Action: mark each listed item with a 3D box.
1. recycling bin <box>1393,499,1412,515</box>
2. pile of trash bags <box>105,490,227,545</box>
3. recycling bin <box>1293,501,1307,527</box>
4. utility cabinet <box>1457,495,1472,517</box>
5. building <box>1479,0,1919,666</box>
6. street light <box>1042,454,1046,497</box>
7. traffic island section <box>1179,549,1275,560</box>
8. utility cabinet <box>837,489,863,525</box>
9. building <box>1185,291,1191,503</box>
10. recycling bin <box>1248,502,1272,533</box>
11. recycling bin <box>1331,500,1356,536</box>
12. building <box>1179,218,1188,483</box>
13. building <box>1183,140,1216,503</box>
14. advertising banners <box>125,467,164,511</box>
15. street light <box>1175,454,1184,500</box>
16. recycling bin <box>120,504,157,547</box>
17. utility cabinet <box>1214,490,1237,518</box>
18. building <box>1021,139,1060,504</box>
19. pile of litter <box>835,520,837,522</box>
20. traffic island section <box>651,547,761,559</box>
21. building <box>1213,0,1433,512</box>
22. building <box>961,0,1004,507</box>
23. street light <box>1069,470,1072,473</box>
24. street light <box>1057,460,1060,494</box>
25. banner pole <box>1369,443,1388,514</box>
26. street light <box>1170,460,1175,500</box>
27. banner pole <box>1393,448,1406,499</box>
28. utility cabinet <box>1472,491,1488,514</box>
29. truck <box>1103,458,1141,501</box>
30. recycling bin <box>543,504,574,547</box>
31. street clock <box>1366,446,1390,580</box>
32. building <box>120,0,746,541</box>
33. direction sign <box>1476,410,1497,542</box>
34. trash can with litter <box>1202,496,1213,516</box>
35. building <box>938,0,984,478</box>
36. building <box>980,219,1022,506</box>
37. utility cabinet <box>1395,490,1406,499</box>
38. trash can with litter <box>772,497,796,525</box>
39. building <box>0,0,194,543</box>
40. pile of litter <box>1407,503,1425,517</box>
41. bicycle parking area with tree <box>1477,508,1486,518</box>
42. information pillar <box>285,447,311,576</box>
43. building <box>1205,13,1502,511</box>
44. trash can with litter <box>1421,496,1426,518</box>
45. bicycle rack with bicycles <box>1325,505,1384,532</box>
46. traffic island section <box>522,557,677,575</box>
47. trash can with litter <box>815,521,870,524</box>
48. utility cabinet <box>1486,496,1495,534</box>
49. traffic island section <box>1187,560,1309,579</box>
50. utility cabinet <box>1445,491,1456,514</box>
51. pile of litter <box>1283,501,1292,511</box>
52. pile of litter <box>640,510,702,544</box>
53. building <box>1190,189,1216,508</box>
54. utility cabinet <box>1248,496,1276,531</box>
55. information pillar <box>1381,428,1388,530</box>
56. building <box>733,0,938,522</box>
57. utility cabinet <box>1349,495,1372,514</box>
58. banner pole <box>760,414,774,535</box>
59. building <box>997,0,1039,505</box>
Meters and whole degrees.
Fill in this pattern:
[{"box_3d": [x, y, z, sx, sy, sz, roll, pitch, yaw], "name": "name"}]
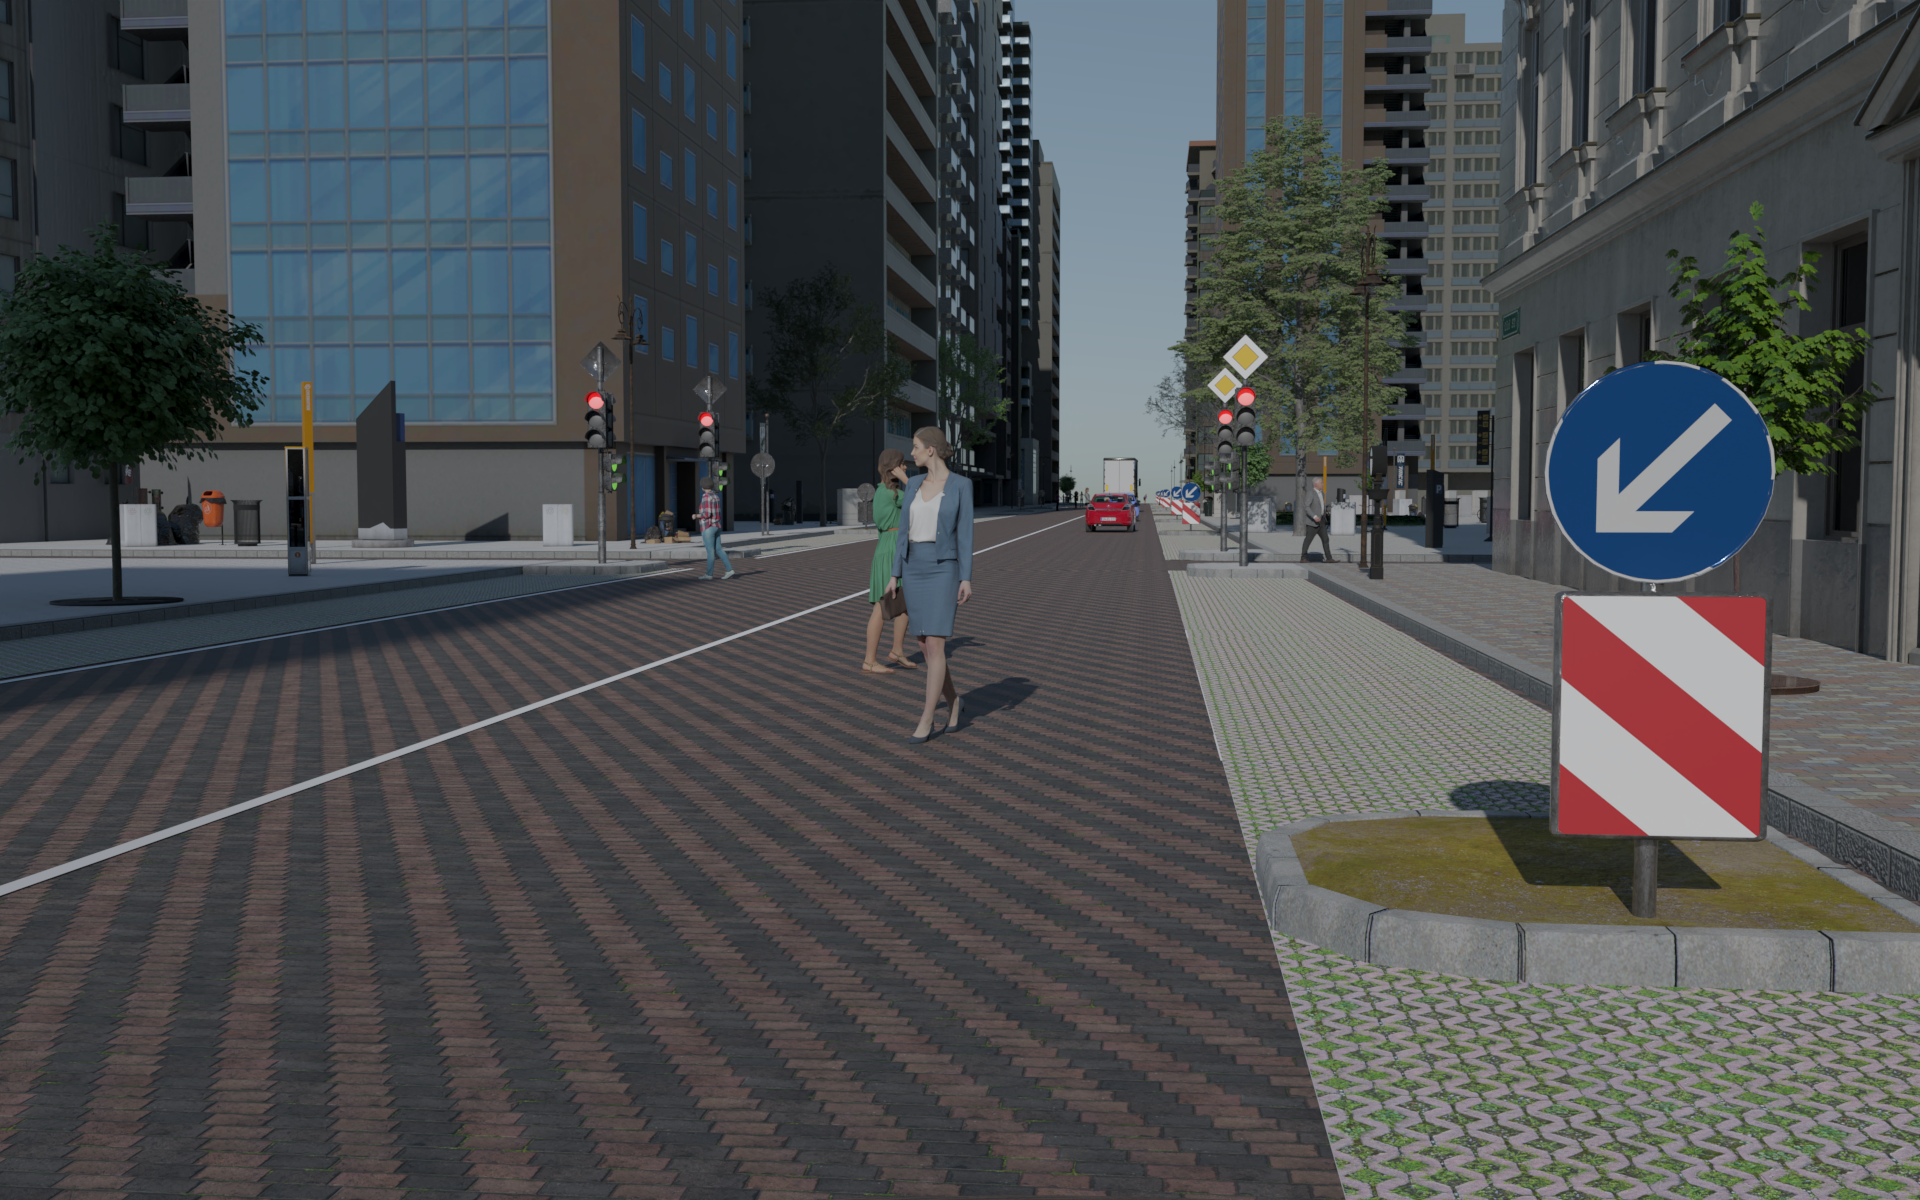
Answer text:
[{"box_3d": [22.576, -4.638, 88.383, 0.722, 1.027, 0.722, -1, 4, -16], "name": "recycling bin"}, {"box_3d": [-19.928, -2.089, 43.900, 3.447, 1.369, 1.912, 2, 4, 24], "name": "pile of trash bags"}, {"box_3d": [13.357, -3.353, 67.377, 0.722, 1.027, 0.722, 1, 4, 13], "name": "recycling bin"}, {"box_3d": [27.869, -5.172, 95.726, 1.020, 1.237, 0.306, -3, 5, -39], "name": "utility cabinet"}, {"box_3d": [14.441, -14.039, 5.952, 17.030, 29.872, 44.131, 0, 4, 6], "name": "building"}, {"box_3d": [9.633, -13.878, 199.690, 0.468, 5.910, 1.993, 0, 4, 6], "name": "street light"}, {"box_3d": [5.907, -1.002, 38.671, 2.009, 0.180, 2.903, 0, 4, 6], "name": "traffic island section"}, {"box_3d": [-4.481, -3.774, 70.377, 0.318, 1.500, 1.173, 3, 5, 40], "name": "utility cabinet"}, {"box_3d": [37.490, -28.245, 233.506, 14.160, 30.474, 14.107, 0, 4, 6], "name": "building"}, {"box_3d": [9.937, -2.748, 57.477, 0.722, 1.027, 0.722, 1, 4, 20], "name": "recycling bin"}, {"box_3d": [11.916, -2.525, 53.837, 0.722, 1.027, 0.722, 1, 4, 16], "name": "recycling bin"}, {"box_3d": [44.511, -38.835, 254.552, 23.786, 49.044, 30.456, 0, 4, 6], "name": "building"}, {"box_3d": [38.461, -34.001, 210.547, 22.147, 44.769, 28.867, 0, 4, 6], "name": "building"}, {"box_3d": [-21.899, -3.072, 46.410, 0.090, 3.025, 2.074, 0, 4, 2], "name": "advertising banners"}, {"box_3d": [25.136, -13.752, 197.625, 0.468, 5.910, 1.993, 0, 4, 6], "name": "street light"}, {"box_3d": [-20.073, -1.821, 42.319, 0.722, 1.027, 0.722, -2, 4, -34], "name": "recycling bin"}, {"box_3d": [14.191, -5.129, 92.532, 1.173, 1.500, 0.318, 2, 4, 24], "name": "utility cabinet"}, {"box_3d": [2.707, -37.745, 240.827, 21.300, 48.544, 21.600, 0, 4, 6], "name": "building"}, {"box_3d": [-4.973, -3.942, 78.414, 1.176, 0.858, 1.719, -2, 4, -33], "name": "pile of litter"}, {"box_3d": [-5.766, -1.080, 39.933, 2.009, 0.180, 2.903, 0, 4, 6], "name": "traffic island section"}, {"box_3d": [25.876, -29.130, 126.393, 14.600, 45.320, 14.200, 0, 4, 6], "name": "building"}, {"box_3d": [-10.355, -34.880, 159.523, 28.713, 52.752, 27.495, 0, 4, 6], "name": "building"}, {"box_3d": [17.494, -18.369, 273.119, 0.468, 5.910, 1.993, 0, 4, 6], "name": "street light"}, {"box_3d": [13.417, -16.119, 236.326, 0.468, 5.910, 1.993, 0, 4, 6], "name": "street light"}, {"box_3d": [18.142, -5.206, 75.135, 0.863, 3.779, 0.401, -1, 4, -9], "name": "banner pole"}, {"box_3d": [28.997, -15.997, 234.331, 0.468, 5.910, 1.993, 0, 4, 6], "name": "street light"}, {"box_3d": [23.627, -6.327, 93.460, 0.863, 3.779, 0.401, -1, 4, -12], "name": "banner pole"}, {"box_3d": [32.320, -6.058, 107.726, 1.173, 1.500, 0.318, -3, 4, -38], "name": "utility cabinet"}, {"box_3d": [12.969, -9.173, 138.893, 2.839, 4.237, 11.283, 0, 4, 7], "name": "truck"}, {"box_3d": [-9.884, -1.839, 42.629, 0.722, 1.027, 0.722, -1, 4, -11], "name": "recycling bin"}, {"box_3d": [6.271, -1.311, 26.010, 0.358, 2.002, 0.471, 0, 4, 8], "name": "street clock"}, {"box_3d": [-15.095, -24.637, 52.931, 14.600, 45.320, 14.200, 0, 4, 6], "name": "building"}, {"box_3d": [14.359, -3.348, 46.739, 0.876, 3.537, 0.379, 3, 4, 38], "name": "direction sign"}, {"box_3d": [14.159, -5.360, 99.030, 0.624, 1.170, 1.055, 0, 4, 8], "name": "trash can with litter"}, {"box_3d": [-10.783, -31.251, 130.556, 23.786, 49.044, 30.456, 0, 4, 6], "name": "building"}, {"box_3d": [-1.027, -25.054, 181.339, 14.160, 30.474, 14.107, 0, 4, 6], "name": "building"}, {"box_3d": [25.071, -5.507, 98.716, 0.318, 1.500, 1.173, 2, 4, 29], "name": "utility cabinet"}, {"box_3d": [-7.282, -3.665, 71.312, 1.055, 1.170, 0.624, 2, 4, 30], "name": "trash can with litter"}, {"box_3d": [-31.179, -22.378, 49.474, 14.086, 41.232, 14.154, 0, 4, 6], "name": "building"}, {"box_3d": [21.259, -4.135, 81.570, 1.719, 0.858, 1.176, 1, 4, 18], "name": "pile of litter"}, {"box_3d": [28.478, -5.738, 80.822, 9.016, 4.147, 8.231, 2, 4, 24], "name": "bicycle parking area with tree"}, {"box_3d": [-10.336, -1.380, 27.050, 0.304, 2.012, 0.304, -1, 4, -11], "name": "information pillar"}, {"box_3d": [37.013, -27.706, 144.879, 32.217, 40.220, 23.993, 0, 4, 6], "name": "building"}, {"box_3d": [20.976, -4.175, 79.326, 2.233, 1.210, 1.678, -2, 4, -32], "name": "trash can with litter"}, {"box_3d": [12.872, -2.769, 58.660, 2.925, 0.926, 2.852, -3, 5, -39], "name": "bicycle rack with bicycles"}, {"box_3d": [-6.624, -0.594, 31.994, 2.009, 0.180, 2.903, 0, 4, 6], "name": "traffic island section"}, {"box_3d": [-5.099, -3.871, 74.348, 2.233, 1.210, 1.678, 1, 4, 16], "name": "trash can with litter"}, {"box_3d": [17.633, -2.768, 56.416, 1.020, 1.237, 0.306, -2, 4, -25], "name": "utility cabinet"}, {"box_3d": [5.049, -0.517, 30.732, 2.009, 0.180, 2.903, 0, 4, 6], "name": "traffic island section"}, {"box_3d": [31.058, -6.178, 109.693, 0.318, 1.500, 1.173, 3, 4, 36], "name": "utility cabinet"}, {"box_3d": [19.778, -5.441, 102.926, 1.176, 0.858, 1.719, 3, 5, 43], "name": "pile of litter"}, {"box_3d": [-7.549, -1.920, 45.360, 1.719, 0.858, 1.176, -1, 4, -17], "name": "pile of litter"}, {"box_3d": [29.682, -24.106, 165.829, 14.160, 30.474, 14.107, 0, 4, 6], "name": "building"}, {"box_3d": [10.597, -3.040, 60.864, 1.020, 1.237, 0.306, 3, 5, 40], "name": "utility cabinet"}, {"box_3d": [15.178, -4.317, 61.934, 0.183, 3.616, 0.504, 0, 4, 3], "name": "information pillar"}, {"box_3d": [-12.970, -28.553, 90.541, 21.300, 48.544, 21.600, 0, 4, 6], "name": "building"}, {"box_3d": [18.229, -4.138, 78.813, 1.020, 1.237, 0.306, 1, 4, 13], "name": "utility cabinet"}, {"box_3d": [-6.052, -3.894, 53.689, 0.401, 3.779, 0.863, 1, 4, 15], "name": "banner pole"}, {"box_3d": [-1.030, -55.107, 213.667, 22.319, 86.520, 31.000, 0, 4, 6], "name": "building"}]
